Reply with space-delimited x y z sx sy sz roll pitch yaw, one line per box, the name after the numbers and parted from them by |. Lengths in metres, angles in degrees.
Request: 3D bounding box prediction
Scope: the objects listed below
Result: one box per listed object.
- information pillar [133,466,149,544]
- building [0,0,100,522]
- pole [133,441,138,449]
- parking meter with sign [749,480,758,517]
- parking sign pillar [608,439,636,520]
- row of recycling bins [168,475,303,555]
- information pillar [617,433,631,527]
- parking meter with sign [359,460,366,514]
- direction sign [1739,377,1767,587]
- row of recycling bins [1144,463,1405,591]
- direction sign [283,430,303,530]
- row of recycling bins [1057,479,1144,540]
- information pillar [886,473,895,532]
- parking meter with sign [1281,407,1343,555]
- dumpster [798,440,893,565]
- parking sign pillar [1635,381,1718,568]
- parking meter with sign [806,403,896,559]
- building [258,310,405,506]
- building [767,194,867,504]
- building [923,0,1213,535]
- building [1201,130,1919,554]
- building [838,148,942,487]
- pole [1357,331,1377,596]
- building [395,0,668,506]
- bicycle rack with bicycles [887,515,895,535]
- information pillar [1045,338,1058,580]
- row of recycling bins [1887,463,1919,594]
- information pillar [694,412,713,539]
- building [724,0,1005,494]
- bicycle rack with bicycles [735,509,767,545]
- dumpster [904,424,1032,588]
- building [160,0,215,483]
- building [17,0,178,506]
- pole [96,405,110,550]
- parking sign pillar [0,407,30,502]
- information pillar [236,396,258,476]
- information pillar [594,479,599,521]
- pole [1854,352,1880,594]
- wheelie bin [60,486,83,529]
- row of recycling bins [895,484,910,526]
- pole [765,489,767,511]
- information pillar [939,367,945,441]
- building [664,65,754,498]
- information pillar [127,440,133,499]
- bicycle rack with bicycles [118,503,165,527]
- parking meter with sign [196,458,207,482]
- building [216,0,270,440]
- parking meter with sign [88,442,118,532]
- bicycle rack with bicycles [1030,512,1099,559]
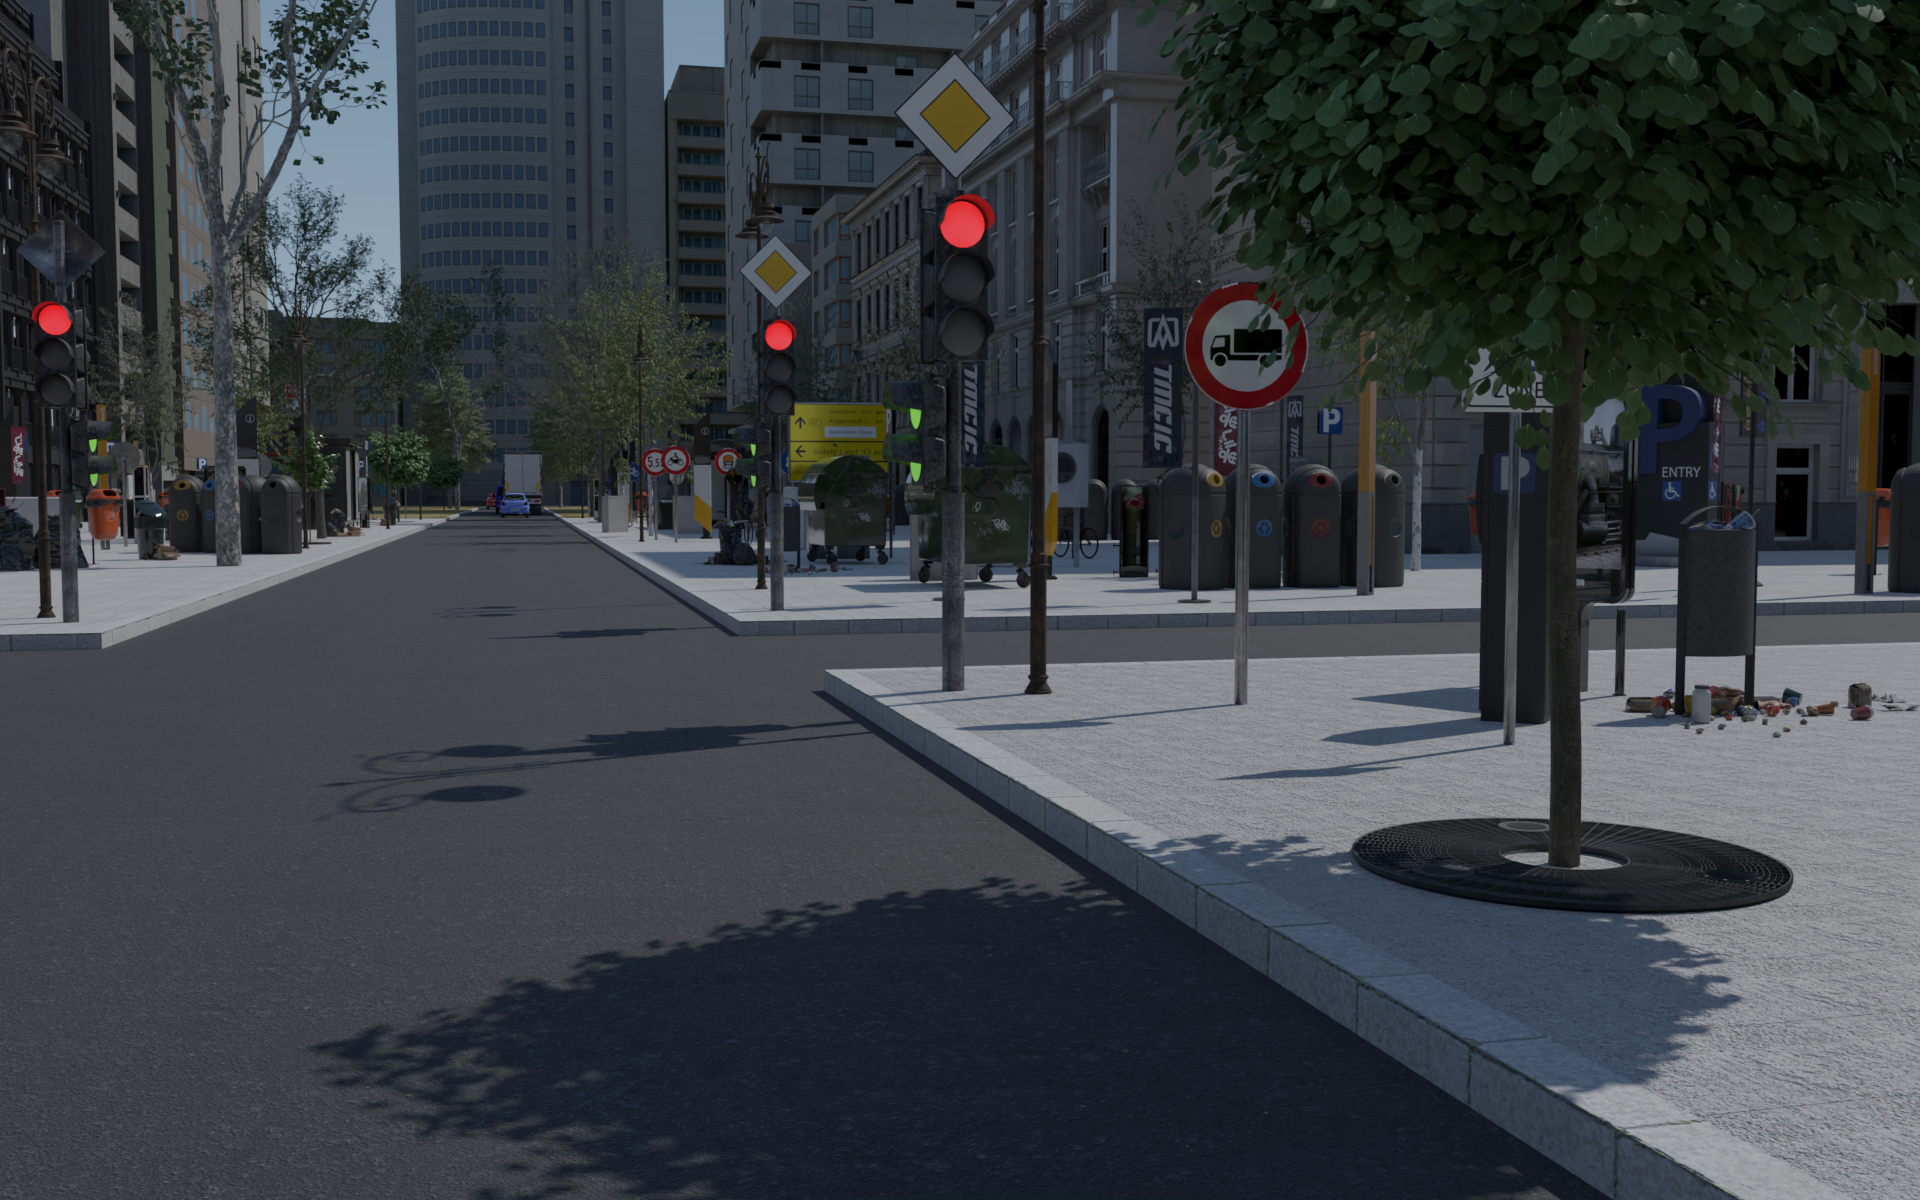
-21.188 -2.467 44.821 0.304 2.012 0.304 -1 4 -11 | information pillar
-44.461 -14.815 71.910 12.332 23.373 15.834 -1 4 -14 | building
-31.423 -4.419 66.096 0.158 3.312 0.155 0 3 0 | pole
-11.011 -5.932 93.250 0.543 3.016 1.738 -3 5 -43 | parking meter with sign
-16.492 -5.869 84.428 1.447 3.967 1.447 -3 4 -36 | parking sign pillar
-15.763 -1.869 37.675 3.534 1.692 1.069 2 4 24 | row of recycling bins
-12.942 -4.608 66.692 0.504 3.616 0.183 -3 5 -44 | information pillar
-30.882 -5.653 88.694 0.543 3.016 1.738 0 4 -2 | parking meter with sign
10.984 -1.959 24.022 0.379 3.537 0.876 3 5 45 | direction sign
4.408 -1.020 23.784 3.534 1.692 1.069 -1 4 -16 | row of recycling bins
-23.338 -4.218 60.962 0.876 3.537 0.379 -1 4 -14 | direction sign
4.204 -2.534 48.545 3.534 1.692 1.069 0 4 -8 | row of recycling bins
-2.398 -3.345 59.182 0.304 2.012 0.304 1 4 12 | information pillar
7.103 -2.397 35.453 0.543 3.016 1.738 -1 4 -21 | parking meter with sign
-2.116 -1.808 32.062 1.502 2.255 1.985 -1 4 -14 | dumpster
12.748 -2.588 30.779 1.447 3.967 1.447 -3 5 -43 | parking sign pillar
-2.178 -2.335 34.434 1.738 3.016 0.543 -1 4 -16 | parking meter with sign
-77.118 -21.254 192.540 28.899 21.520 27.650 -1 4 -14 | building
2.687 -16.662 117.469 27.650 21.520 28.899 -1 4 -14 | building
7.716 -13.734 66.348 13.314 21.916 24.055 -1 4 -14 | building
19.967 -15.115 44.390 25.104 27.353 12.463 -1 4 -14 | building
0.783 -13.628 87.438 10.561 19.102 19.286 -1 4 -14 | building
5.135 -1.713 21.851 0.158 3.312 0.155 0 3 0 | pole
-48.182 -39.955 195.265 28.212 58.520 21.231 -1 4 -14 | building
-3.211 -2.526 54.677 2.852 0.926 2.925 -1 4 -11 | bicycle rack with bicycles
1.347 -2.111 25.872 0.183 3.616 0.504 -1 4 -14 | information pillar
13.804 -0.976 23.069 3.534 1.692 1.069 -1 4 -21 | row of recycling bins
-7.329 -3.550 49.405 0.504 3.616 0.183 0 4 1 | information pillar
-4.544 -33.913 143.720 28.713 52.752 27.495 -1 4 -14 | building
-4.459 -1.843 43.508 2.852 0.926 2.925 0 4 5 | bicycle rack with bicycles
0.156 -1.330 24.235 1.502 2.255 1.985 -1 4 -14 | dumpster
-53.855 -27.846 105.399 14.600 45.320 14.200 -1 4 -14 | building
-50.752 -19.588 91.963 14.160 30.474 14.107 -1 4 -14 | building
-19.678 -2.810 39.780 0.158 3.312 0.155 0 3 0 | pole
-29.524 -4.002 53.911 1.447 3.967 1.447 2 4 35 | parking sign pillar
-16.862 -3.038 41.025 0.504 3.616 0.183 -1 4 -19 | information pillar
-17.555 -4.856 83.895 0.304 2.012 0.304 0 4 1 | information pillar
11.635 -1.734 22.199 0.158 3.312 0.155 0 3 0 | pole
-32.735 -3.406 63.604 0.693 1.594 0.980 1 4 13 | wheelie bin
-3.608 -3.926 71.307 3.534 1.692 1.069 1 4 21 | row of recycling bins
-6.645 -3.978 58.886 0.158 3.312 0.155 0 3 0 | pole
-0.170 -2.472 31.767 0.183 3.616 0.504 -3 4 -38 | information pillar
-23.961 -35.342 201.549 21.600 48.544 21.300 -1 4 -14 | building
-36.160 -5.148 75.525 0.183 3.616 0.504 0 4 6 | information pillar
-32.337 -3.333 67.876 2.852 0.926 2.925 0 4 7 | bicycle rack with bicycles
-36.017 -5.346 83.672 1.738 3.016 0.543 2 4 27 | parking meter with sign
-67.338 -32.989 128.606 27.495 52.752 28.713 -1 4 -14 | building
-28.799 -3.781 58.082 1.738 3.016 0.543 3 5 44 | parking meter with sign
1.102 -1.313 34.842 2.852 0.926 2.925 -2 4 -26 | bicycle rack with bicycles
